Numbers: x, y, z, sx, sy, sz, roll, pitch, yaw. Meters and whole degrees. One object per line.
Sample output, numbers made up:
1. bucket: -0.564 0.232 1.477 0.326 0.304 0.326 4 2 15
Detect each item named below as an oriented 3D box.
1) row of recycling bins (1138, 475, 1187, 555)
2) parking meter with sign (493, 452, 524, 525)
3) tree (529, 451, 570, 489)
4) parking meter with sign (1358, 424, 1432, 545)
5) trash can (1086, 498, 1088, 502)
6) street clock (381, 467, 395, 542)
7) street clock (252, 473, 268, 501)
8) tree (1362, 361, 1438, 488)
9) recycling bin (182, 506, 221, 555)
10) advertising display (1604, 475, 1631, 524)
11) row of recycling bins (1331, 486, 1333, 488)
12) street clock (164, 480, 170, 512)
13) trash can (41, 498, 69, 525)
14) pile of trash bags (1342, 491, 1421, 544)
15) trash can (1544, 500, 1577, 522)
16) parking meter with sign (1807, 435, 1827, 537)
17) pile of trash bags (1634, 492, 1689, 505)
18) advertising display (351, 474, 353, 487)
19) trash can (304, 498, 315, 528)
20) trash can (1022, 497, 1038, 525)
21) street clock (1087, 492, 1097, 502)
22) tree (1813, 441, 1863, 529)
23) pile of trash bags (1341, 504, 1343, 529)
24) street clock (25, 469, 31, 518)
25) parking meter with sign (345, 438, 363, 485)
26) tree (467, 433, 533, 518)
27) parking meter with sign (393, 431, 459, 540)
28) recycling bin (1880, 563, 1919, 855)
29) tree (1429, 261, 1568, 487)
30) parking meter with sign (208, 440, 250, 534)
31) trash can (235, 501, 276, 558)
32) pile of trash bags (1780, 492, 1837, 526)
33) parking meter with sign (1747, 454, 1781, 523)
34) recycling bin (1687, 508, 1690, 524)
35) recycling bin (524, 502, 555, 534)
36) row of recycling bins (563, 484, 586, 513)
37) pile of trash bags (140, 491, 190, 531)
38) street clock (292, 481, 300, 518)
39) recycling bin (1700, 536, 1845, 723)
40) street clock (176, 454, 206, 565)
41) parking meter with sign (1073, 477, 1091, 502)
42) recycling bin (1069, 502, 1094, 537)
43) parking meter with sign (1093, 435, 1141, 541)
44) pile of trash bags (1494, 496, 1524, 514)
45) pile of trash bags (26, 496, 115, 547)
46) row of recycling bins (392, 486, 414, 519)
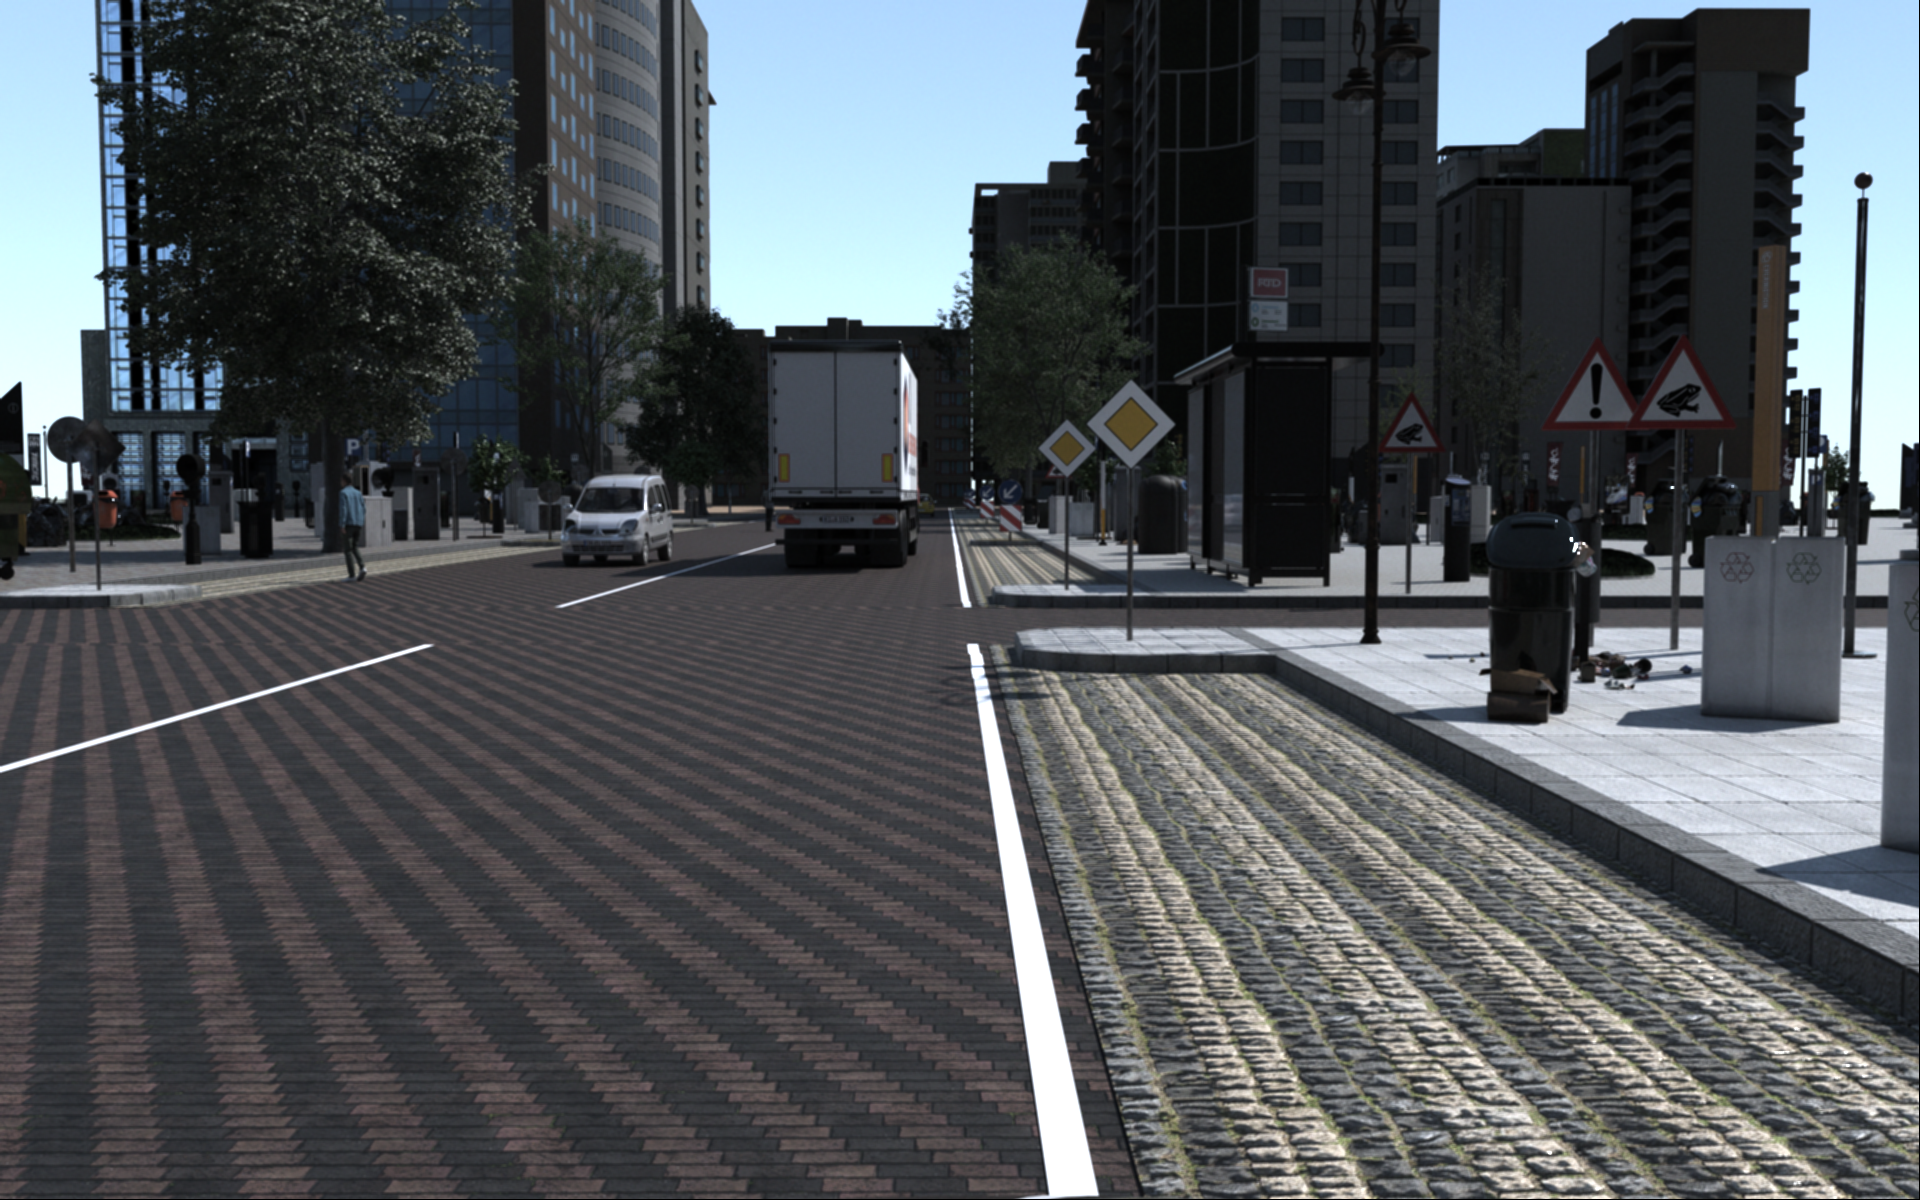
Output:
1. row of recycling bins: 4.826 -1.906 38.277 1.069 1.692 3.534 2 4 28
2. parking meter with sign: -18.712 -4.686 72.872 1.738 3.016 0.543 -3 5 -44
3. tree: -18.297 -5.037 76.961 1.663 3.219 1.824 0 3 0
4. parking meter with sign: 10.938 -2.893 43.569 1.738 3.016 0.543 1 4 21
5. trash can: 5.077 -3.268 65.078 0.748 1.137 0.748 0 3 0
6. street clock: -15.322 -2.559 46.411 0.358 2.002 0.471 0 4 -2
7. street clock: -27.384 -3.862 67.707 0.471 2.002 0.358 -2 4 -29
8. tree: 24.549 -8.910 96.048 4.737 8.622 4.395 0 3 0
9. recycling bin: -16.083 -1.479 36.730 0.722 1.027 0.722 -2 4 -24
10. advertising display: 21.997 -3.227 57.977 0.123 1.923 0.974 -2 4 -28
11. row of recycling bins: 17.115 -4.678 83.593 1.069 1.692 3.534 -1 4 -12
12. street clock: -40.454 -5.126 88.377 0.358 2.002 0.471 -1 4 -14
13. trash can: -26.228 -2.369 50.385 0.748 1.137 0.748 0 3 0
14. pile of trash bags: 11.295 -2.230 46.207 1.912 1.369 3.447 1 4 14
15. trash can: 14.369 -1.826 41.505 0.748 1.137 0.748 0 3 0
16. parking meter with sign: 25.663 -3.399 51.834 0.543 3.016 1.738 2 4 30
17. pile of trash bags: 38.738 -5.214 94.998 3.447 1.369 1.912 1 4 13
18. advertising display: -17.399 -2.789 50.820 0.974 1.923 0.123 1 4 19
19. trash can: -24.203 -3.256 64.893 0.748 1.137 0.748 0 3 0
20. trash can: 2.971 -3.726 72.568 0.748 1.137 0.748 0 3 0
21. street clock: 4.299 -3.167 56.350 0.358 2.002 0.471 -3 4 -37
22. tree: 32.187 -4.211 63.445 1.663 3.219 1.824 0 3 0
23. pile of trash bags: 12.482 -2.878 56.809 1.912 1.369 3.447 2 4 28
24. street clock: -27.337 -2.812 50.548 0.358 2.002 0.471 0 3 0
25. parking meter with sign: -18.899 -3.487 53.278 0.543 3.016 1.738 0 4 0
26. tree: -24.760 -6.688 93.059 4.285 4.588 4.351 0 3 0
27. parking meter with sign: -14.883 -3.181 48.270 1.738 3.016 0.543 -1 4 -12
28. recycling bin: 3.818 0.392 6.140 0.722 1.027 0.722 -2 4 -28
29. tree: 16.556 -6.371 54.528 4.360 8.622 3.978 0 3 0
30. parking meter with sign: -24.028 -3.671 56.288 1.738 3.016 0.543 -1 4 -9
31. trash can: -14.088 -1.408 34.668 0.748 1.137 0.748 0 3 0
32. pile of trash bags: 34.631 -3.755 71.145 1.912 1.369 3.447 3 4 36
33. parking meter with sign: 35.154 -4.869 75.875 0.543 3.016 1.738 -1 4 -8
34. recycling bin: 22.453 -2.427 52.240 0.722 1.027 0.722 0 4 -6
35. recycling bin: -13.743 -2.697 56.647 0.722 1.027 0.722 3 5 39
36. row of recycling bins: -14.821 -3.857 70.173 1.069 1.692 3.534 1 4 21
37. pile of trash bags: -25.686 -2.682 53.596 3.447 1.369 1.912 -3 4 -36
38. street clock: -36.235 -5.506 94.600 0.358 2.002 0.471 0 4 4
39. recycling bin: 4.759 0.148 10.133 0.722 1.027 0.722 2 4 27
40. street clock: -13.965 -1.647 31.499 0.471 2.002 0.358 1 4 17
41. parking meter with sign: 4.602 -3.736 57.341 1.738 3.016 0.543 0 4 0
42. recycling bin: 3.659 -2.443 52.502 0.722 1.027 0.722 -1 4 -8
43. parking meter with sign: 4.556 -3.103 46.997 1.738 3.016 0.543 0 4 -6
44. pile of trash bags: 28.298 -4.940 90.514 3.447 1.369 1.912 3 4 37
45. pile of trash bags: -22.317 -1.997 42.396 3.447 1.369 1.912 0 4 -1
46. row of recycling bins: -29.080 -5.079 90.158 1.069 1.692 3.534 -3 4 -38
